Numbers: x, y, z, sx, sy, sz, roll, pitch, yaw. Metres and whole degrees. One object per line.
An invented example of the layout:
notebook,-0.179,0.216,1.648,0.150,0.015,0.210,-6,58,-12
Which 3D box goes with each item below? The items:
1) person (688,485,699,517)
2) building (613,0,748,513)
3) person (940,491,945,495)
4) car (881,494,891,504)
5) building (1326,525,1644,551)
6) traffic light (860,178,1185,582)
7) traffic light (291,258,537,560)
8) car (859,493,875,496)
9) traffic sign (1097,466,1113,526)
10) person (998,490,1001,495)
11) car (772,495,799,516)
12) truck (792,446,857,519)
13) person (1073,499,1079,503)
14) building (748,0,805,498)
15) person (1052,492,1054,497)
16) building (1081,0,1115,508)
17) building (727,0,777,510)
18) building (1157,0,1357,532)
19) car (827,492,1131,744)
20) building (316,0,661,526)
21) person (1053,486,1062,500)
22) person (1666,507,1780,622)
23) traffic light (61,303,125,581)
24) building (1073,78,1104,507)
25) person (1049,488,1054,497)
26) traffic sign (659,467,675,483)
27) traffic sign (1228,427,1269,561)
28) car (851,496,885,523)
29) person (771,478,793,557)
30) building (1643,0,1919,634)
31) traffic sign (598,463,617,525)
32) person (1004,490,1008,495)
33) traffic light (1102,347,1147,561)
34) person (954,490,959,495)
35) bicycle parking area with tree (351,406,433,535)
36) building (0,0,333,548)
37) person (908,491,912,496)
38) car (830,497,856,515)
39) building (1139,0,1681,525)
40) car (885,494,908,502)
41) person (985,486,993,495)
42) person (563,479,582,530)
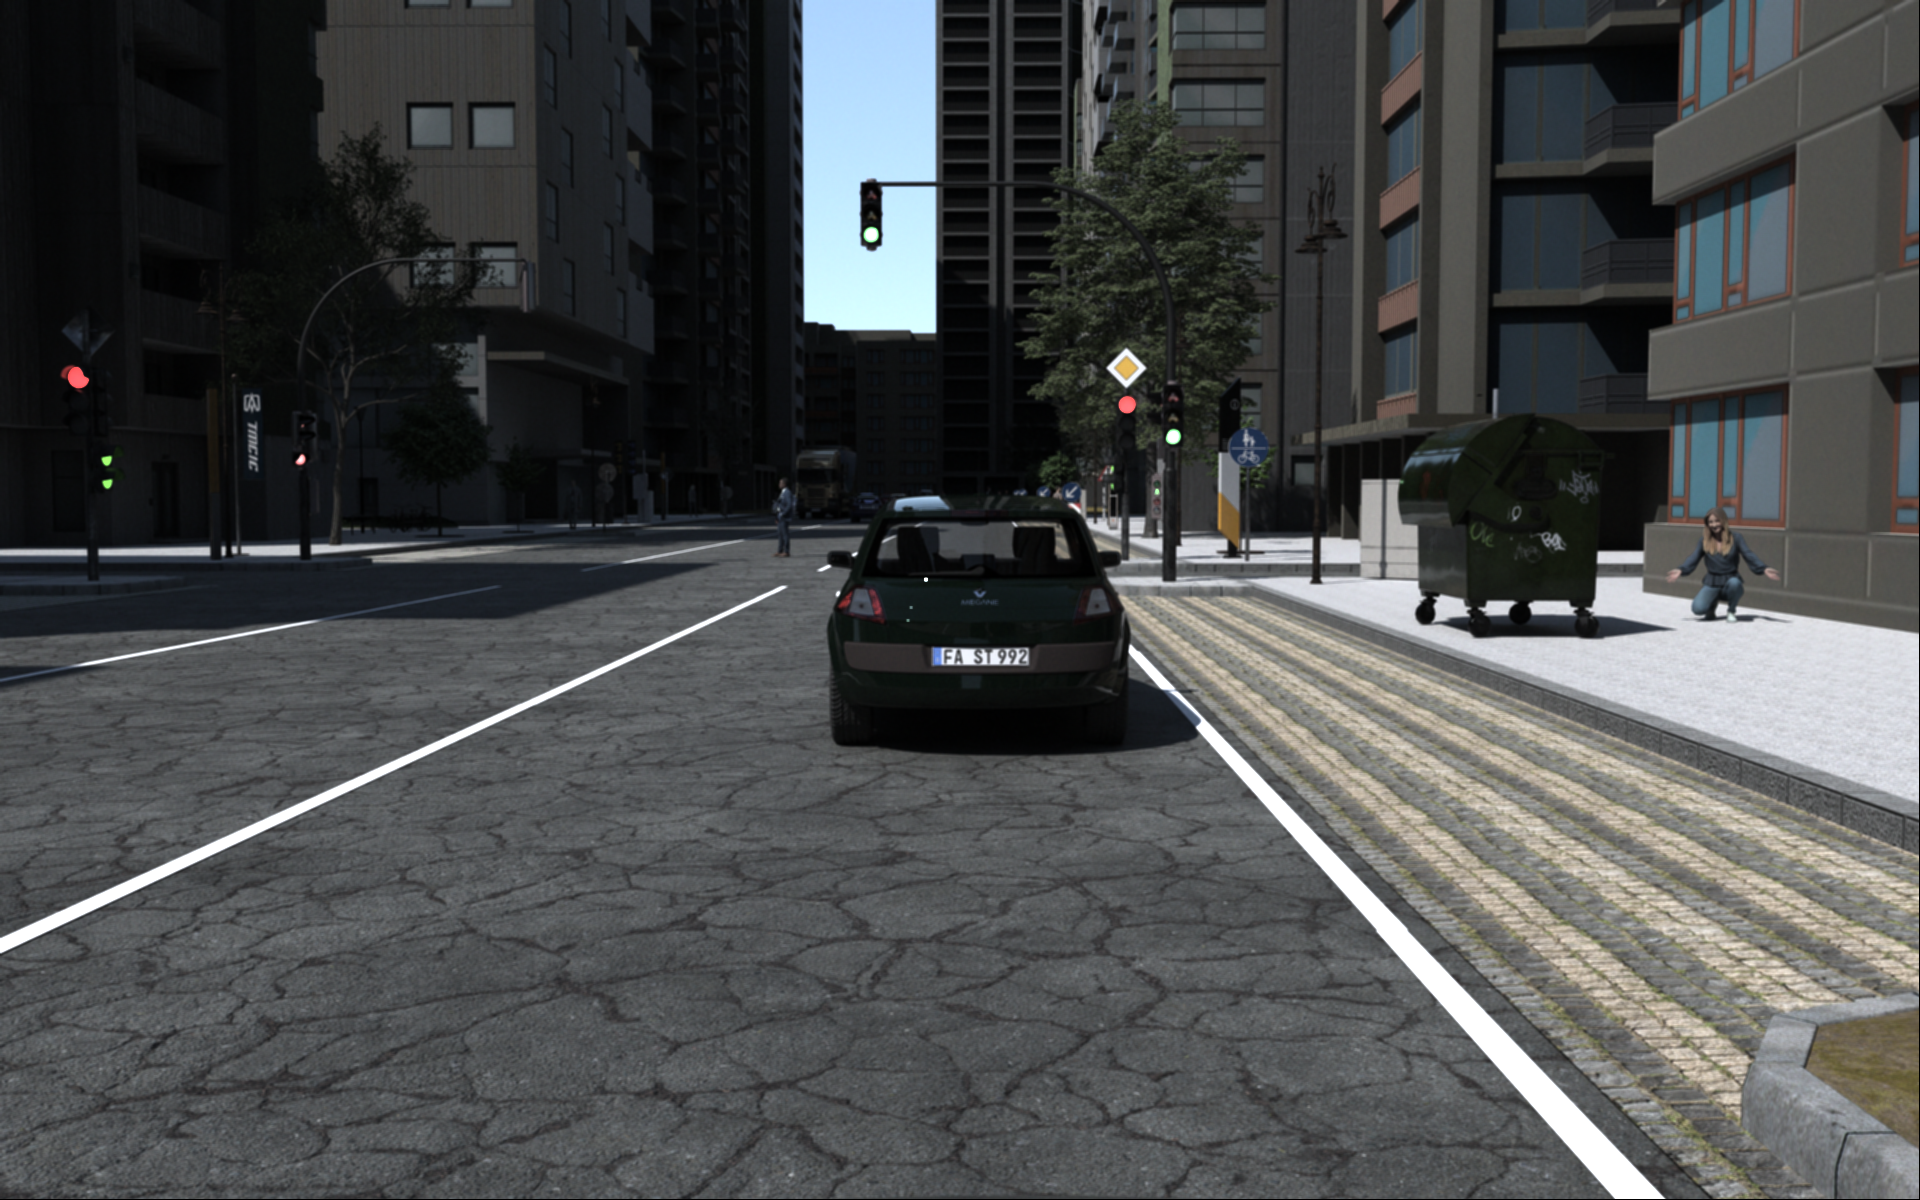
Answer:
person,-14.951,-5.550,96.974,0.537,1.800,0.526,3,4,37
building,-27.264,-28.655,123.140,22.147,44.769,28.867,0,4,1
person,-1.427,-7.994,140.147,0.756,1.711,0.436,2,4,25
car,-7.283,-10.159,175.136,2.155,1.783,4.494,0,4,1
building,24.198,-23.959,46.361,28.867,44.769,22.147,0,4,1
traffic light,0.950,-3.090,25.197,4.771,5.953,1.251,0,4,1
traffic light,-10.600,-3.600,33.522,4.771,5.953,1.251,0,4,1
car,-7.537,-7.987,140.186,1.945,1.707,3.694,0,4,1
traffic sign,6.021,-4.299,70.295,0.884,2.594,0.081,1,4,9
person,3.168,-8.031,140.616,0.445,1.727,0.742,0,4,2
car,-11.357,-6.267,114.835,2.083,1.381,4.827,0,4,1
truck,-7.927,-6.967,102.828,2.839,4.237,11.283,0,4,3
person,9.968,-8.702,148.766,0.683,1.767,0.568,0,4,-6
building,-29.875,-38.453,170.703,28.212,58.520,21.231,0,4,1
person,9.893,-10.943,188.204,0.721,1.735,1.217,0,4,-3
building,24.833,-34.432,152.207,28.713,52.752,27.495,0,4,1
building,-26.546,-43.363,147.238,20.563,71.187,20.611,0,4,1
building,14.177,-23.267,64.009,14.154,41.232,14.086,0,4,1
car,0.100,-0.094,11.323,2.009,1.686,4.222,0,4,0
building,-29.732,-30.018,80.040,28.713,52.752,27.495,0,4,1
person,4.254,-3.976,73.854,0.599,1.781,0.374,3,5,42
person,7.710,-0.358,17.387,1.012,1.151,0.738,3,4,36
traffic light,-12.817,-2.239,25.535,0.839,4.253,0.868,0,4,1
building,18.332,-29.989,173.920,14.154,41.232,14.086,0,4,1
person,7.942,-8.982,152.840,1.348,1.831,0.705,-1,4,-17
traffic sign,-14.098,-5.109,83.267,0.795,2.593,0.064,0,4,8
traffic sign,5.491,-2.013,33.025,0.768,2.556,0.104,0,4,3
car,-4.571,-4.609,87.937,1.945,1.354,3.894,0,4,2
person,-4.021,-1.889,39.564,0.419,1.800,0.721,-2,4,-25
building,22.523,-9.927,7.343,27.650,21.520,28.899,0,4,1
traffic sign,-14.506,-4.352,71.258,0.768,2.556,0.104,0,4,5
person,3.889,-8.083,141.195,0.617,1.759,0.750,-3,5,-40
traffic light,3.166,-2.714,33.290,0.839,4.253,0.868,0,4,1
person,-0.449,-10.156,174.182,1.348,1.869,0.705,3,5,41
bicycle parking area with tree,-22.137,-4.279,56.958,8.231,4.147,9.016,1,4,16
building,-25.969,-16.679,44.397,14.160,30.474,14.107,0,4,1
person,-3.930,-7.951,139.325,0.721,1.723,1.217,-1,4,-9
car,-7.953,-6.560,119.050,2.131,1.459,4.920,0,3,0
building,21.727,-26.825,93.210,22.147,44.769,28.867,0,4,1
car,-4.236,-6.762,120.783,2.015,1.641,3.980,0,4,1
person,1.731,-6.077,107.226,0.648,1.900,0.474,0,4,-3
person,-14.000,-3.450,62.552,0.694,1.812,0.767,0,4,0
